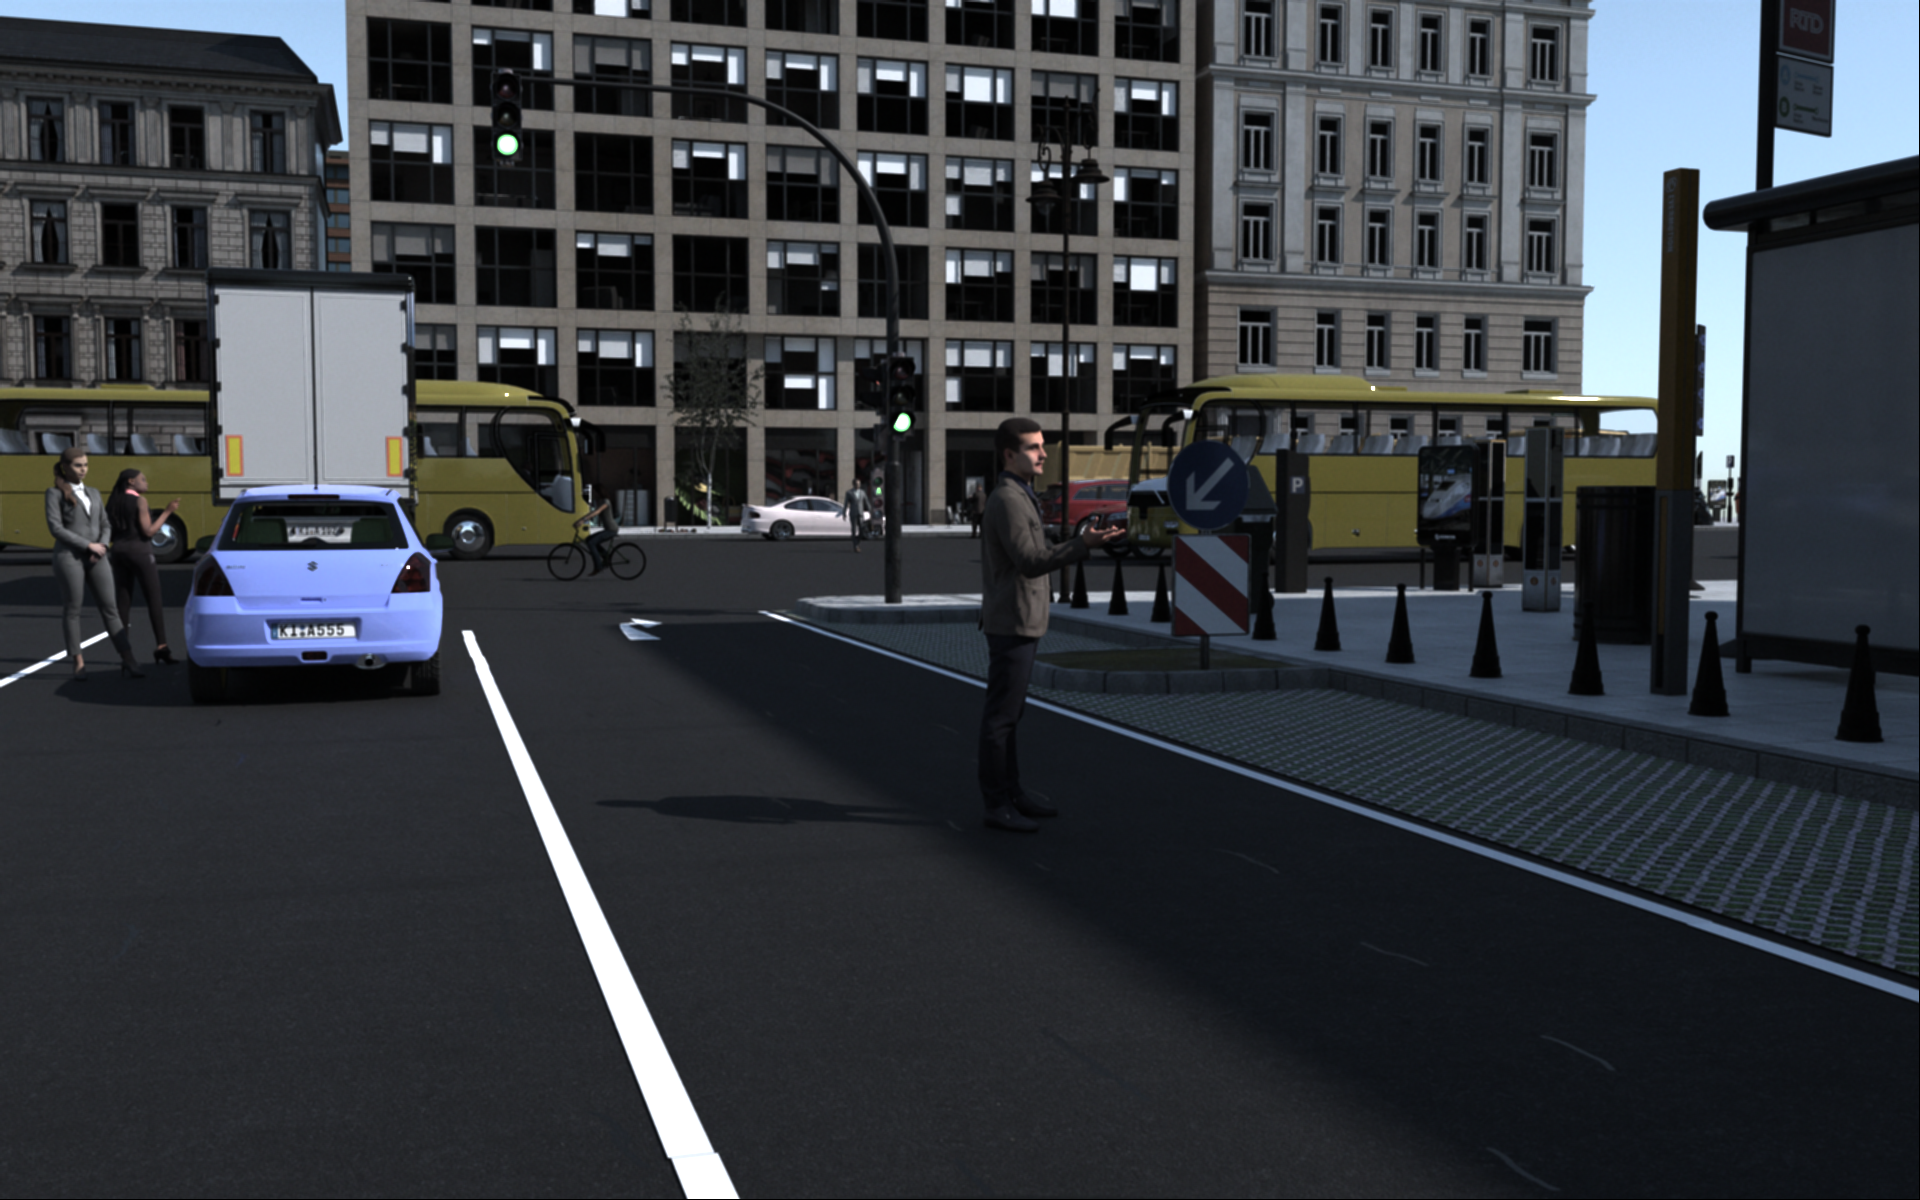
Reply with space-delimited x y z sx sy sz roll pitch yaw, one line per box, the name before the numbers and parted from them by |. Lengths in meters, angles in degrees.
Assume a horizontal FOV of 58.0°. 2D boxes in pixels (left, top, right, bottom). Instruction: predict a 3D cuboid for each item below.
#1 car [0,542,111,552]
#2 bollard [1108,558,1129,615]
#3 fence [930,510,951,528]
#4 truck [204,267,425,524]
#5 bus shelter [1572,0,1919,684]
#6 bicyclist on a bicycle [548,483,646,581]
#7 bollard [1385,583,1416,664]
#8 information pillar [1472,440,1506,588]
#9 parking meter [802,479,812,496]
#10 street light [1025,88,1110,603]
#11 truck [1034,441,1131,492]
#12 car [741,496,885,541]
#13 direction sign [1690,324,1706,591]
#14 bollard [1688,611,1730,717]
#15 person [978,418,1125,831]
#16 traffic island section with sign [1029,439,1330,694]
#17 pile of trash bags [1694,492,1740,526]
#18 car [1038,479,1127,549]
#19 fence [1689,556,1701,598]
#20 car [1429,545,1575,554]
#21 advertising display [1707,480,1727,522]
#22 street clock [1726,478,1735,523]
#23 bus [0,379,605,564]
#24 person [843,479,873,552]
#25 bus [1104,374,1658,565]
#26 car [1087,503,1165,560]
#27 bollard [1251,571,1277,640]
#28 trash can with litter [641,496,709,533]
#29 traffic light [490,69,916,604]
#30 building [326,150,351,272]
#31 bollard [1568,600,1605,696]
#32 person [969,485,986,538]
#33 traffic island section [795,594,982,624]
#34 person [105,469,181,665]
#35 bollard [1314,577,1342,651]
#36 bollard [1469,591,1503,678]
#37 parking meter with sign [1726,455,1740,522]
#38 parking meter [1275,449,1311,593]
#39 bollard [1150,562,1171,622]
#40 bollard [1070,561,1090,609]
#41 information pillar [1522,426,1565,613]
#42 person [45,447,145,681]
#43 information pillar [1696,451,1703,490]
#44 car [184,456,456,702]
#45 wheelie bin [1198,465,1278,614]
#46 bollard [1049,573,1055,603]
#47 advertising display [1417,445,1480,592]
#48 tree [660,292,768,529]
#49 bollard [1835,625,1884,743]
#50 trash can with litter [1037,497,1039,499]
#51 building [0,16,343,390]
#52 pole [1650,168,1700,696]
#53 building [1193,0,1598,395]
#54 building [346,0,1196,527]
car | -22.731 -1.923 43.233 4.920 1.459 2.131 -1 4 -16
bollard | 1.686 -0.146 18.433 0.229 0.601 0.229 0 3 0
fence | -0.785 -3.114 66.293 0.278 0.683 2.069 -1 4 -21
truck | -9.802 -2.334 27.067 2.839 4.237 11.283 -1 4 -18
bus shelter | 6.779 -2.050 11.155 2.179 5.291 8.768 -1 4 -18
bicyclist on a bicycle | -6.010 -1.139 28.650 1.625 1.676 1.499 -1 4 -17
bollard | 3.360 0.174 13.200 0.229 0.601 0.229 0 3 0
information pillar | 7.226 -1.173 23.677 0.304 2.012 0.304 -2 4 -30
parking meter | -5.760 -3.650 65.383 0.255 1.863 0.399 2 4 24
street light | 1.237 -2.904 20.261 0.468 5.910 1.993 -1 4 -18
truck | 7.451 -3.774 57.632 9.791 3.379 3.469 -1 4 -17
car | -4.404 -2.540 53.890 4.827 1.381 2.083 -1 4 -17
direction sign | 9.780 -1.903 23.106 0.379 3.537 0.876 3 4 36
bollard | 4.360 0.365 10.066 0.229 0.601 0.229 0 3 0
person | 0.395 0.096 7.468 0.750 1.759 0.617 1 4 19
traffic island section with sign | 1.478 -0.285 13.295 1.989 1.847 2.006 -1 4 -18
pile of trash bags | 30.330 -3.718 70.540 3.447 1.369 1.912 2 4 31
car | 4.486 -2.292 46.144 5.304 1.827 2.281 -1 4 -19
fence | 8.208 -0.339 20.918 2.069 0.683 0.278 -2 4 -33
car | 13.377 -2.017 42.024 4.494 1.783 2.155 -1 4 -16
advertising display | 35.287 -4.619 80.740 0.974 1.923 0.123 -1 4 -17
street clock | 34.531 -4.471 77.669 0.358 2.002 0.471 1 4 23
bus | -13.959 -2.788 37.133 12.252 3.916 2.896 -1 4 -17
person | -2.531 -2.093 42.835 0.709 1.813 0.853 -2 4 -28
bus | 9.257 -2.772 36.873 12.252 3.916 2.896 -1 4 -19
car | 5.432 -1.864 39.143 5.304 1.827 2.281 -1 4 -17
bollard | 2.691 0.046 15.296 0.229 0.601 0.229 0 3 0
trash can with litter | -9.367 -2.837 57.448 2.233 1.210 1.678 2 4 32
traffic light | -2.783 -2.741 19.489 4.771 5.953 1.251 -1 4 -18
building | -80.657 -34.775 223.203 28.867 44.769 22.147 -1 4 -18
bollard | 4.026 0.301 11.114 0.229 0.601 0.229 0 3 0
person | 0.537 -2.867 56.066 0.600 1.739 0.565 1 4 21
traffic island section | -0.775 0.116 20.387 2.009 0.180 2.903 -1 4 -18
person | -6.877 -0.283 14.604 0.593 1.643 0.415 -1 4 -23
bollard | 3.028 0.110 14.243 0.229 0.601 0.229 0 3 0
bollard | 3.697 0.238 12.158 0.229 0.601 0.229 0 3 0
parking meter with sign | 35.652 -5.024 78.403 1.738 3.016 0.543 0 4 -2
parking meter | 4.318 -1.026 22.485 0.399 1.863 0.255 -1 4 -21
bollard | 2.026 -0.083 17.392 0.229 0.601 0.229 0 3 0
bollard | 1.350 -0.211 19.495 0.229 0.601 0.229 0 3 0
information pillar | 6.355 -0.880 18.881 0.304 2.012 0.304 -3 5 -40
person | -6.683 -0.281 13.363 0.573 1.790 0.520 1 4 11
information pillar | 40.137 -6.283 94.074 0.183 3.616 0.504 0 4 -4
car | -4.894 -0.231 13.372 1.945 1.707 3.694 -1 4 -17
wheelie bin | 2.946 -0.660 18.702 0.980 1.594 0.693 -3 4 -36
bollard | 1.017 -0.275 20.538 0.229 0.601 0.229 0 3 0
advertising display | 6.483 -1.090 23.033 0.123 1.923 0.974 -2 4 -31
tree | -9.185 -6.934 63.729 4.360 8.622 3.978 0 3 0
bollard | 4.695 0.429 9.024 0.229 0.601 0.229 0 3 0
trash can with litter | 3.465 -3.534 69.175 1.055 1.170 0.624 -2 4 -32
building | -33.758 -12.312 65.922 19.286 19.102 10.561 -1 4 -18
pole | 4.541 -1.049 11.001 0.158 3.312 0.155 0 3 0
building | 18.094 -18.205 83.551 20.117 28.700 13.634 -1 4 -18
building | -9.134 -16.716 77.830 34.151 26.468 19.350 -1 4 -18
